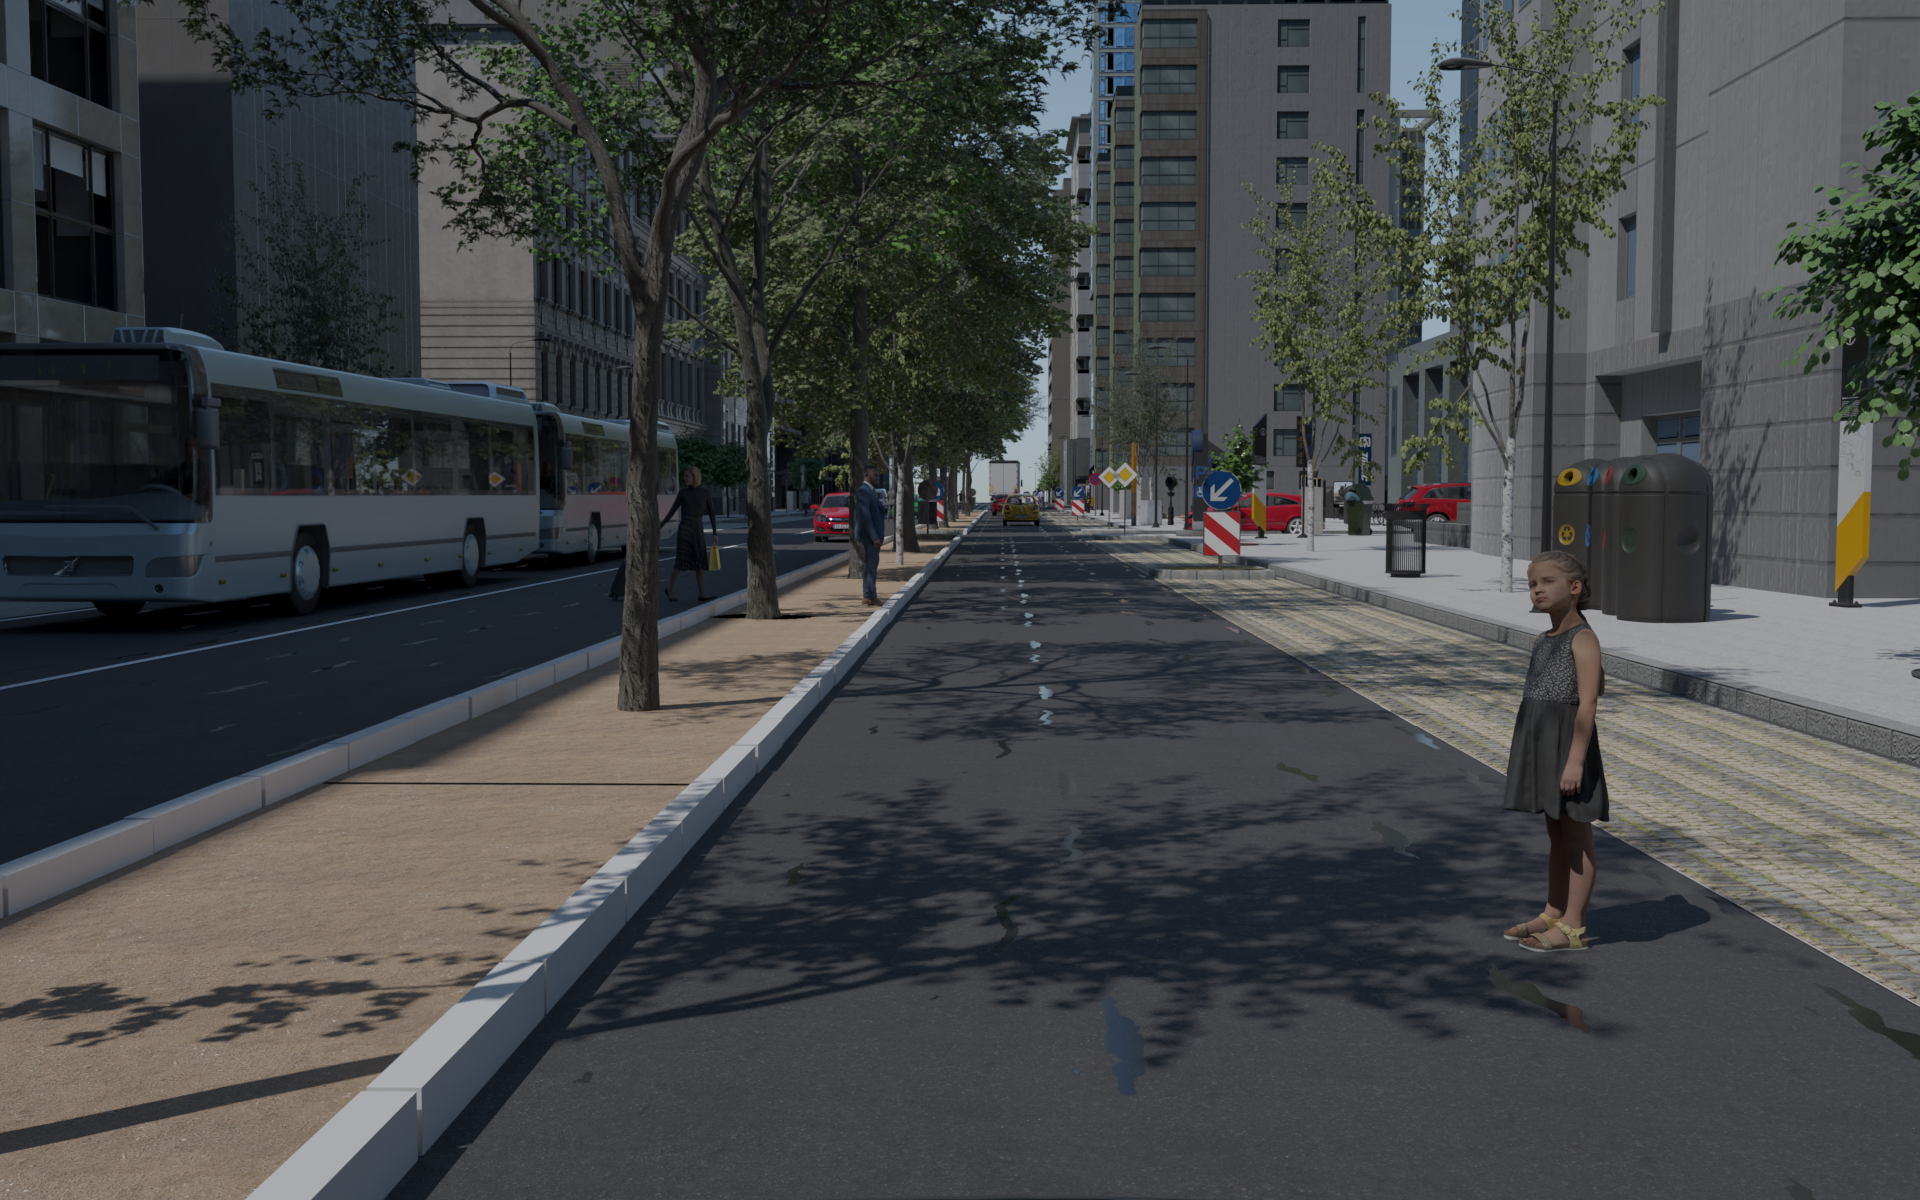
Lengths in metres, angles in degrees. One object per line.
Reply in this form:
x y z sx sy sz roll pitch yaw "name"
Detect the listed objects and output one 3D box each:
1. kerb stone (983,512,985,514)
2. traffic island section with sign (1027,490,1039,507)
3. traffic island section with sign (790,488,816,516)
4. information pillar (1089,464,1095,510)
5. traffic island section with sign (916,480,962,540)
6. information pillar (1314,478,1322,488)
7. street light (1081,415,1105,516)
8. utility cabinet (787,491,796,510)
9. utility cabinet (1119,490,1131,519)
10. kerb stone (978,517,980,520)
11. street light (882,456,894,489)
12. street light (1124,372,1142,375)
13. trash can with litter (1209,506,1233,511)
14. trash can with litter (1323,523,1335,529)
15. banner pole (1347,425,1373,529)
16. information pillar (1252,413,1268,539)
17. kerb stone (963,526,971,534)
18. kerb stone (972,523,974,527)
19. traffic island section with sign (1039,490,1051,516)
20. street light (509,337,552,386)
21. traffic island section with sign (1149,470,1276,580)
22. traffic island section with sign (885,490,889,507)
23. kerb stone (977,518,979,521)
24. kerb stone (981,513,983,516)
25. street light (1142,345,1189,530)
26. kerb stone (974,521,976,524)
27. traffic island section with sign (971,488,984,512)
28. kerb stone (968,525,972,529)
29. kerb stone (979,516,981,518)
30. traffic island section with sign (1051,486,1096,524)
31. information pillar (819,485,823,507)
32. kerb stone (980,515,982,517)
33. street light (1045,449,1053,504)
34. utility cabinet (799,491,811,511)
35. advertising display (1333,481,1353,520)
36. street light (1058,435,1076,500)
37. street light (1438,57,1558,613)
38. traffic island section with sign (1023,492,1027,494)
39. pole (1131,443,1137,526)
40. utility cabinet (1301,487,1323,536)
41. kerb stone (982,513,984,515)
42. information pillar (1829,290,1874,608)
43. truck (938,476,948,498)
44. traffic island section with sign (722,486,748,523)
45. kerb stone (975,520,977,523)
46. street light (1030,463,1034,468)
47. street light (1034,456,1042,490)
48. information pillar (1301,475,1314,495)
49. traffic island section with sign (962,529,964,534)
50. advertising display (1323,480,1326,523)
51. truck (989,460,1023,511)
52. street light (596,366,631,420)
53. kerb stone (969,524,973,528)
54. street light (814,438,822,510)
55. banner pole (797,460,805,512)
1.328 -5.326 109.316 0.120 0.150 1.000 0 4 1 "kerb stone"
7.455 -9.352 161.529 1.989 1.847 2.006 0 4 1 "traffic island section with sign"
-9.957 -6.347 112.403 1.989 1.847 2.006 0 4 1 "traffic island section with sign"
10.370 -8.863 136.269 0.504 3.616 0.183 -2 4 -29 "information pillar"
-1.056 -2.852 54.762 2.006 1.907 1.989 0 4 1 "traffic island section with sign"
16.474 -4.615 79.942 0.304 2.012 0.304 -2 4 -32 "information pillar"
7.822 -7.905 101.791 1.470 5.913 1.316 0 4 1 "street light"
-13.144 -7.751 135.401 0.318 1.500 1.173 -2 4 -28 "utility cabinet"
8.372 -4.804 87.232 0.318 1.500 1.173 2 4 28 "utility cabinet"
0.806 -4.010 87.806 0.120 0.150 1.000 0 4 1 "kerb stone"
-8.943 -14.622 211.618 1.470 5.913 1.316 0 4 1 "street light"
6.954 -5.721 66.071 1.470 5.913 1.316 0 4 1 "street light"
7.252 -2.261 48.352 0.624 1.170 1.055 0 4 -4 "trash can with litter"
12.508 -3.203 63.429 2.233 1.210 1.678 2 4 23 "trash can with litter"
14.556 -4.464 63.001 0.863 3.779 0.401 1 4 20 "banner pole"
8.612 -3.572 49.761 0.504 3.616 0.183 -2 4 -34 "information pillar"
0.255 -2.627 65.253 0.120 0.150 1.000 0 4 1 "kerb stone"
0.387 -2.946 70.380 0.120 0.150 1.000 0 4 1 "kerb stone"
6.250 -6.289 111.445 1.989 1.847 2.006 0 4 1 "traffic island section with sign"
-12.797 -4.830 51.505 1.470 5.913 1.316 0 4 1 "street light"
4.275 -1.288 29.682 1.989 1.847 2.006 0 4 1 "traffic island section with sign"
-8.080 -11.077 189.737 1.989 1.847 2.006 0 4 1 "traffic island section with sign"
0.727 -3.822 84.714 0.120 0.150 1.000 0 4 1 "kerb stone"
1.154 -4.890 102.148 0.120 0.150 1.000 0 4 1 "kerb stone"
6.566 -4.995 54.212 1.470 5.913 1.316 0 4 1 "street light"
0.508 -3.261 75.506 0.120 0.150 1.000 0 4 1 "kerb stone"
0.938 -7.899 137.283 2.006 1.907 1.989 0 4 1 "traffic island section with sign"
0.284 -2.696 66.274 0.120 0.150 1.000 0 4 1 "kerb stone"
0.887 -4.199 90.881 0.120 0.150 1.000 0 4 1 "kerb stone"
5.607 -4.640 84.498 1.989 1.847 2.006 0 4 1 "traffic island section with sign"
-10.951 -8.085 136.681 0.304 2.012 0.304 0 4 1 "information pillar"
1.005 -4.513 96.011 0.120 0.150 1.000 0 4 1 "kerb stone"
9.600 -12.535 177.491 1.470 5.913 1.316 0 4 1 "street light"
-11.320 -7.191 126.257 0.318 1.500 1.173 2 4 25 "utility cabinet"
19.000 -4.936 85.921 0.974 1.923 0.123 1 4 22 "advertising display"
8.723 -10.341 141.621 1.470 5.913 1.316 0 4 1 "street light"
5.792 -2.817 18.593 1.470 5.913 1.316 0 4 1 "street light"
8.134 -11.052 189.330 1.989 1.847 2.006 0 4 1 "traffic island section with sign"
6.979 -4.624 69.449 0.158 3.312 0.155 0 3 0 "pole"
10.853 -2.730 53.312 0.318 1.500 1.173 0 4 -7 "utility cabinet"
1.207 -5.015 104.194 0.120 0.150 1.000 0 4 1 "kerb stone"
10.067 -1.720 19.484 0.183 3.616 0.504 0 4 -6 "information pillar"
-2.773 -17.616 276.939 2.839 4.237 11.283 0 3 0 "truck"
-10.603 -4.699 85.456 1.989 1.847 2.006 0 4 1 "traffic island section with sign"
0.582 -3.448 78.576 0.120 0.150 1.000 0 4 1 "kerb stone"
11.729 -17.634 260.848 1.470 5.913 1.316 0 4 1 "street light"
10.715 -15.417 224.611 1.470 5.913 1.316 0 4 1 "street light"
13.639 -3.898 68.230 0.304 2.012 0.304 -1 4 -15 "information pillar"
-0.868 -3.305 62.167 2.006 1.907 1.989 0 4 1 "traffic island section with sign"
16.293 -4.419 77.463 0.123 1.923 0.974 1 4 12 "advertising display"
3.897 -9.795 149.054 2.839 4.237 11.283 0 4 3 "truck"
-12.624 -5.530 62.957 1.470 5.913 1.316 0 4 1 "street light"
0.335 -2.818 68.321 0.120 0.150 1.000 0 4 1 "kerb stone"
-10.737 -10.209 139.458 1.470 5.913 1.316 0 4 1 "street light"
-11.651 -8.396 127.295 0.401 3.779 0.863 3 4 37 "banner pole"
